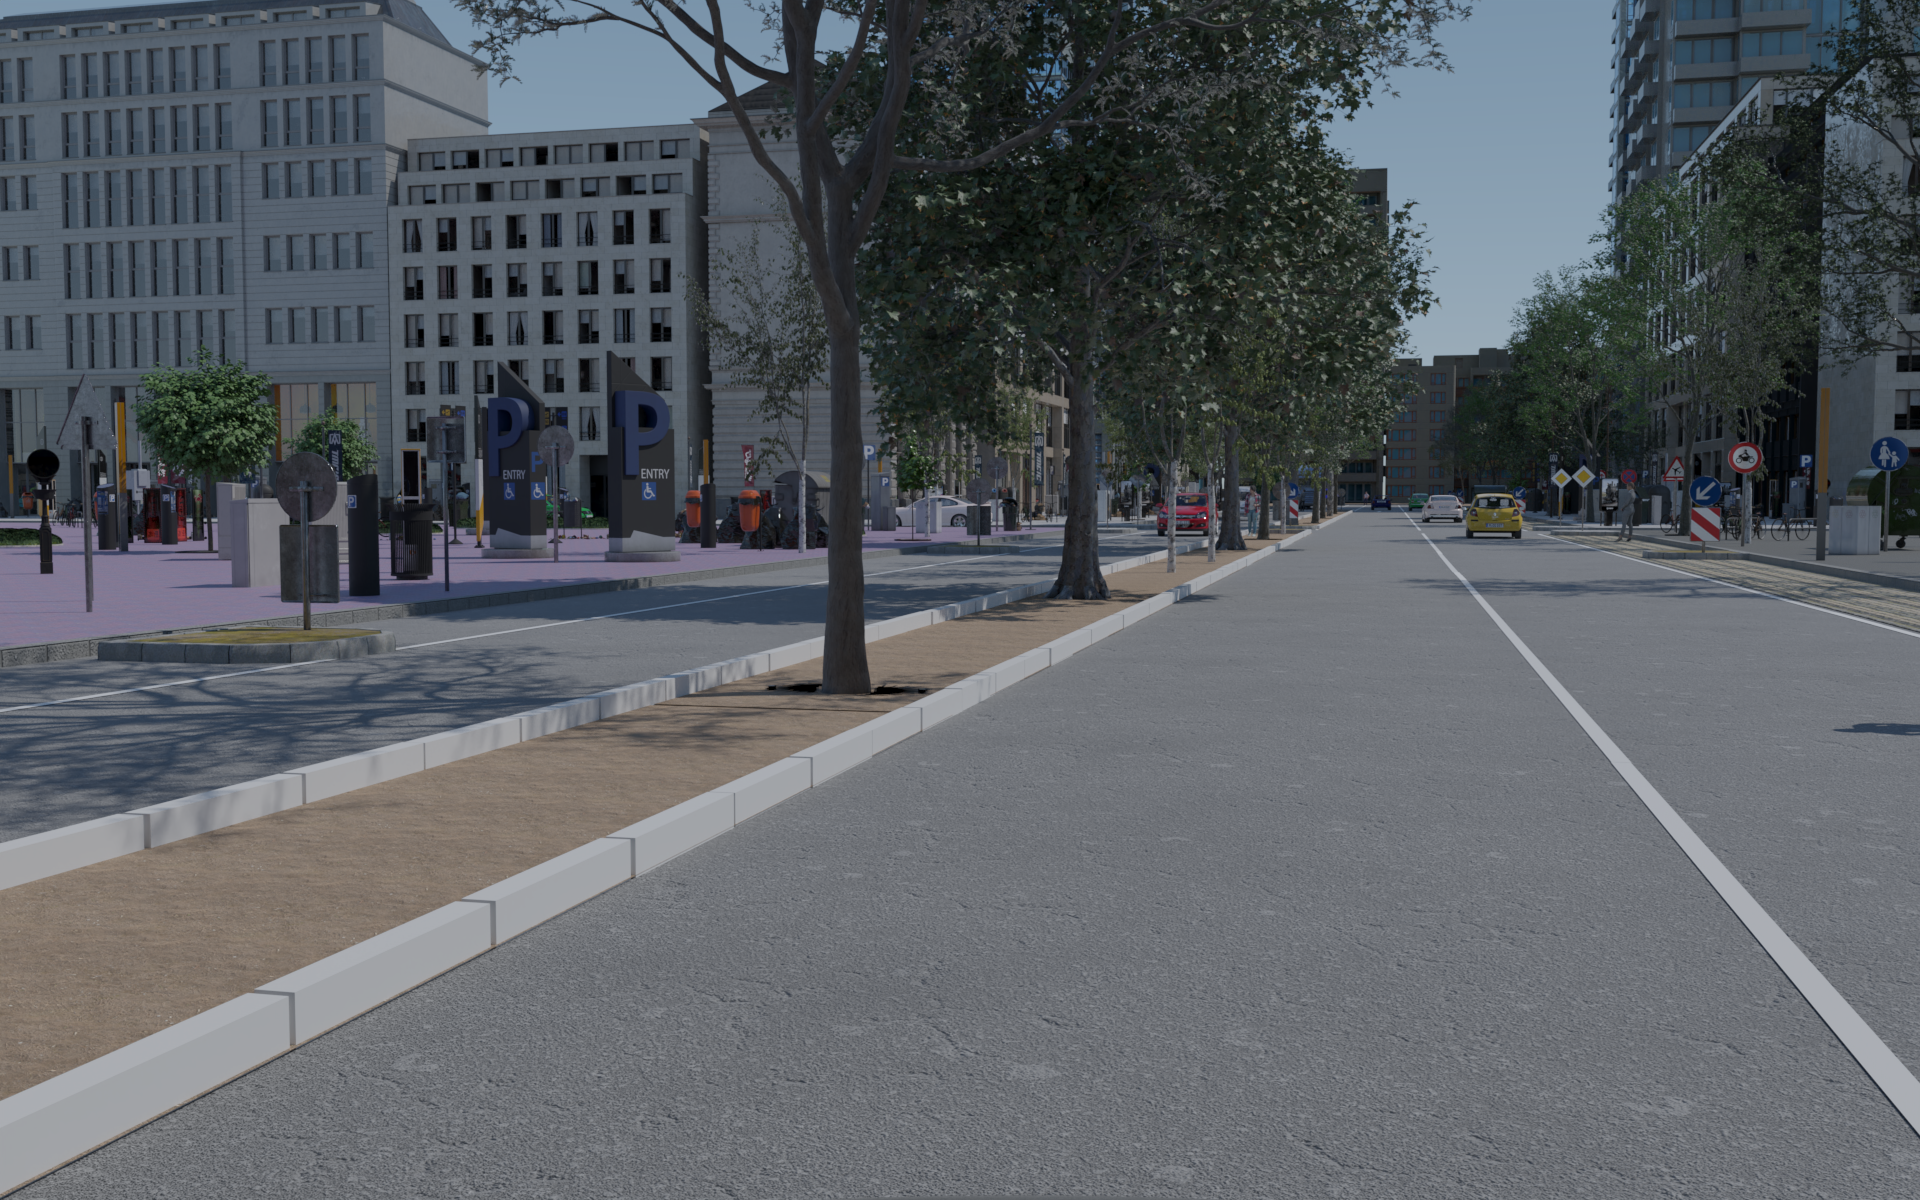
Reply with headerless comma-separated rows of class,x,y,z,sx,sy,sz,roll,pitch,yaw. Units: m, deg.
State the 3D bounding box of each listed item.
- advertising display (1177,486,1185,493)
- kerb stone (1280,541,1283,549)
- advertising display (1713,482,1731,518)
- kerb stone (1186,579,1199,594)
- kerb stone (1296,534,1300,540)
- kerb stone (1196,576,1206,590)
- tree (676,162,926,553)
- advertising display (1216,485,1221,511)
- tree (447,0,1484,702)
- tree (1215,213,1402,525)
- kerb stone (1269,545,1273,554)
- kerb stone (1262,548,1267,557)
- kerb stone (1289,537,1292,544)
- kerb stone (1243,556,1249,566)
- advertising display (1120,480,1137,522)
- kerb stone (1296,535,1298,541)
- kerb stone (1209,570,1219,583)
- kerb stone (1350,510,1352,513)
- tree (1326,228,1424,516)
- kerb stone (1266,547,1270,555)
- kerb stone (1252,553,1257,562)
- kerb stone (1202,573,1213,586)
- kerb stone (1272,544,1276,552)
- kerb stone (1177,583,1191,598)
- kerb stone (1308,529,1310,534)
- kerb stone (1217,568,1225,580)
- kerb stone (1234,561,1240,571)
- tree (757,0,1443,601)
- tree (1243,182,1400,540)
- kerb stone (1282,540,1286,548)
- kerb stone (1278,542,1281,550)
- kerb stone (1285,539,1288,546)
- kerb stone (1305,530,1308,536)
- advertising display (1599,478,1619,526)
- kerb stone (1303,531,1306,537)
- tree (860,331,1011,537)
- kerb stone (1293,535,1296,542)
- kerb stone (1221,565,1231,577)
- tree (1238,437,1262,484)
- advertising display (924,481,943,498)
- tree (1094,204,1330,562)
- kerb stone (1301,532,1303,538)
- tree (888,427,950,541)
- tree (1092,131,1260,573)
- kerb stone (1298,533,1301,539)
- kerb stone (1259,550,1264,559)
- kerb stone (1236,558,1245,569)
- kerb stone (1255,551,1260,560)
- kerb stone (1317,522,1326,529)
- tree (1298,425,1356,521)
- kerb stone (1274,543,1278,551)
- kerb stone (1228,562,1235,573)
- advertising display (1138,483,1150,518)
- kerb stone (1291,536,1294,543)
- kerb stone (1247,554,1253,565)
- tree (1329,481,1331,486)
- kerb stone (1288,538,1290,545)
advertising display,18.449,-8.553,145.048,0.974,1.923,0.123,2,4,24
kerb stone,8.208,-1.376,44.786,0.120,0.150,1.000,1,4,14
advertising display,41.479,-5.448,94.288,0.974,1.923,0.123,0,4,-5
kerb stone,3.281,-0.164,24.880,0.120,0.150,1.000,1,4,14
kerb stone,10.177,-1.868,52.750,0.120,0.150,1.000,1,4,14
kerb stone,3.530,-0.225,25.872,0.120,0.150,1.000,1,4,14
tree,-3.655,-5.332,37.534,4.360,8.622,3.978,0,3,0
advertising display,19.149,-7.528,128.299,0.123,1.923,0.974,-1,4,-10
tree,-0.823,-6.060,11.900,12.009,13.543,11.850,0,3,0
tree,14.134,-10.058,73.560,9.857,13.997,8.962,0,3,0
kerb stone,7.227,-1.138,40.800,0.120,0.150,1.000,1,4,14
kerb stone,6.728,-1.016,38.815,0.120,0.150,1.000,1,4,14
kerb stone,9.197,-1.621,48.760,0.120,0.150,1.000,1,4,14
kerb stone,5.491,-0.710,33.833,0.120,0.150,1.000,1,4,14
advertising display,7.809,-4.630,80.909,0.123,1.923,0.974,-2,4,-28
kerb stone,9.931,-1.807,51.758,0.120,0.150,1.000,1,4,14
kerb stone,4.023,-0.347,27.867,0.120,0.150,1.000,1,4,14
kerb stone,27.312,-6.100,121.924,0.120,0.150,1.000,1,4,14
tree,22.633,-15.456,111.053,12.611,20.169,13.585,0,3,0
kerb stone,6.980,-1.077,39.809,0.120,0.150,1.000,1,4,14
kerb stone,5.992,-0.831,35.821,0.120,0.150,1.000,1,4,14
kerb stone,3.773,-0.286,26.867,0.120,0.150,1.000,1,4,14
kerb stone,7.461,-1.198,41.795,0.120,0.150,1.000,1,4,14
kerb stone,3.033,-0.104,23.889,0.120,0.150,1.000,1,4,14
kerb stone,11.900,-2.291,59.713,0.120,0.150,1.000,1,4,14
kerb stone,4.267,-0.398,28.860,0.120,0.150,1.000,1,4,14
kerb stone,5.000,-0.584,31.837,0.120,0.150,1.000,1,4,14
tree,1.684,-6.363,23.508,9.611,12.733,9.660,0,3,0
tree,9.530,-7.659,53.430,9.928,11.665,9.643,0,3,0
kerb stone,8.453,-1.442,45.778,0.120,0.150,1.000,1,4,14
kerb stone,7.952,-1.321,43.788,0.120,0.150,1.000,1,4,14
kerb stone,8.703,-1.503,46.771,0.120,0.150,1.000,1,4,14
kerb stone,11.414,-2.173,57.727,0.120,0.150,1.000,1,4,14
advertising display,25.895,-3.908,69.116,0.974,1.923,0.123,-2,4,-28
kerb stone,11.159,-2.110,56.738,0.120,0.150,1.000,1,4,14
tree,-0.961,-6.170,51.235,4.737,8.622,4.395,0,3,0
kerb stone,9.687,-1.747,50.754,0.120,0.150,1.000,1,4,14
kerb stone,4.515,-0.464,29.851,0.120,0.150,1.000,1,4,14
tree,19.918,-13.265,135.017,7.486,12.596,7.792,0,3,0
advertising display,-1.244,-4.669,81.558,0.974,1.923,0.123,-2,4,-25
tree,5.260,-5.077,35.827,4.737,8.622,4.395,0,3,0
kerb stone,10.672,-1.991,54.747,0.120,0.150,1.000,1,4,14
tree,-1.309,-3.222,47.277,1.663,3.219,1.824,0,3,0
tree,3.876,-4.805,31.390,4.360,8.622,3.978,0,3,0
kerb stone,10.427,-1.928,53.744,0.120,0.150,1.000,1,4,14
kerb stone,6.483,-0.950,37.807,0.120,0.150,1.000,1,4,14
kerb stone,5.251,-0.651,32.839,0.120,0.150,1.000,1,4,14
kerb stone,6.232,-0.894,36.815,0.120,0.150,1.000,1,4,14
kerb stone,15.479,-3.178,74.154,0.120,0.150,1.000,1,4,14
tree,19.088,-8.516,92.052,4.360,8.622,3.978,0,3,0
kerb stone,7.712,-1.258,42.795,0.120,0.150,1.000,1,4,14
kerb stone,4.753,-0.529,30.845,0.120,0.150,1.000,1,4,14
advertising display,9.835,-5.370,93.019,0.974,1.923,0.123,-3,4,-38
kerb stone,9.444,-1.678,49.752,0.120,0.150,1.000,1,4,14
kerb stone,5.749,-0.772,34.825,0.120,0.150,1.000,1,4,14
tree,11.411,-6.598,60.700,4.737,8.622,4.395,0,3,0
kerb stone,8.951,-1.564,47.768,0.120,0.150,1.000,1,4,14
